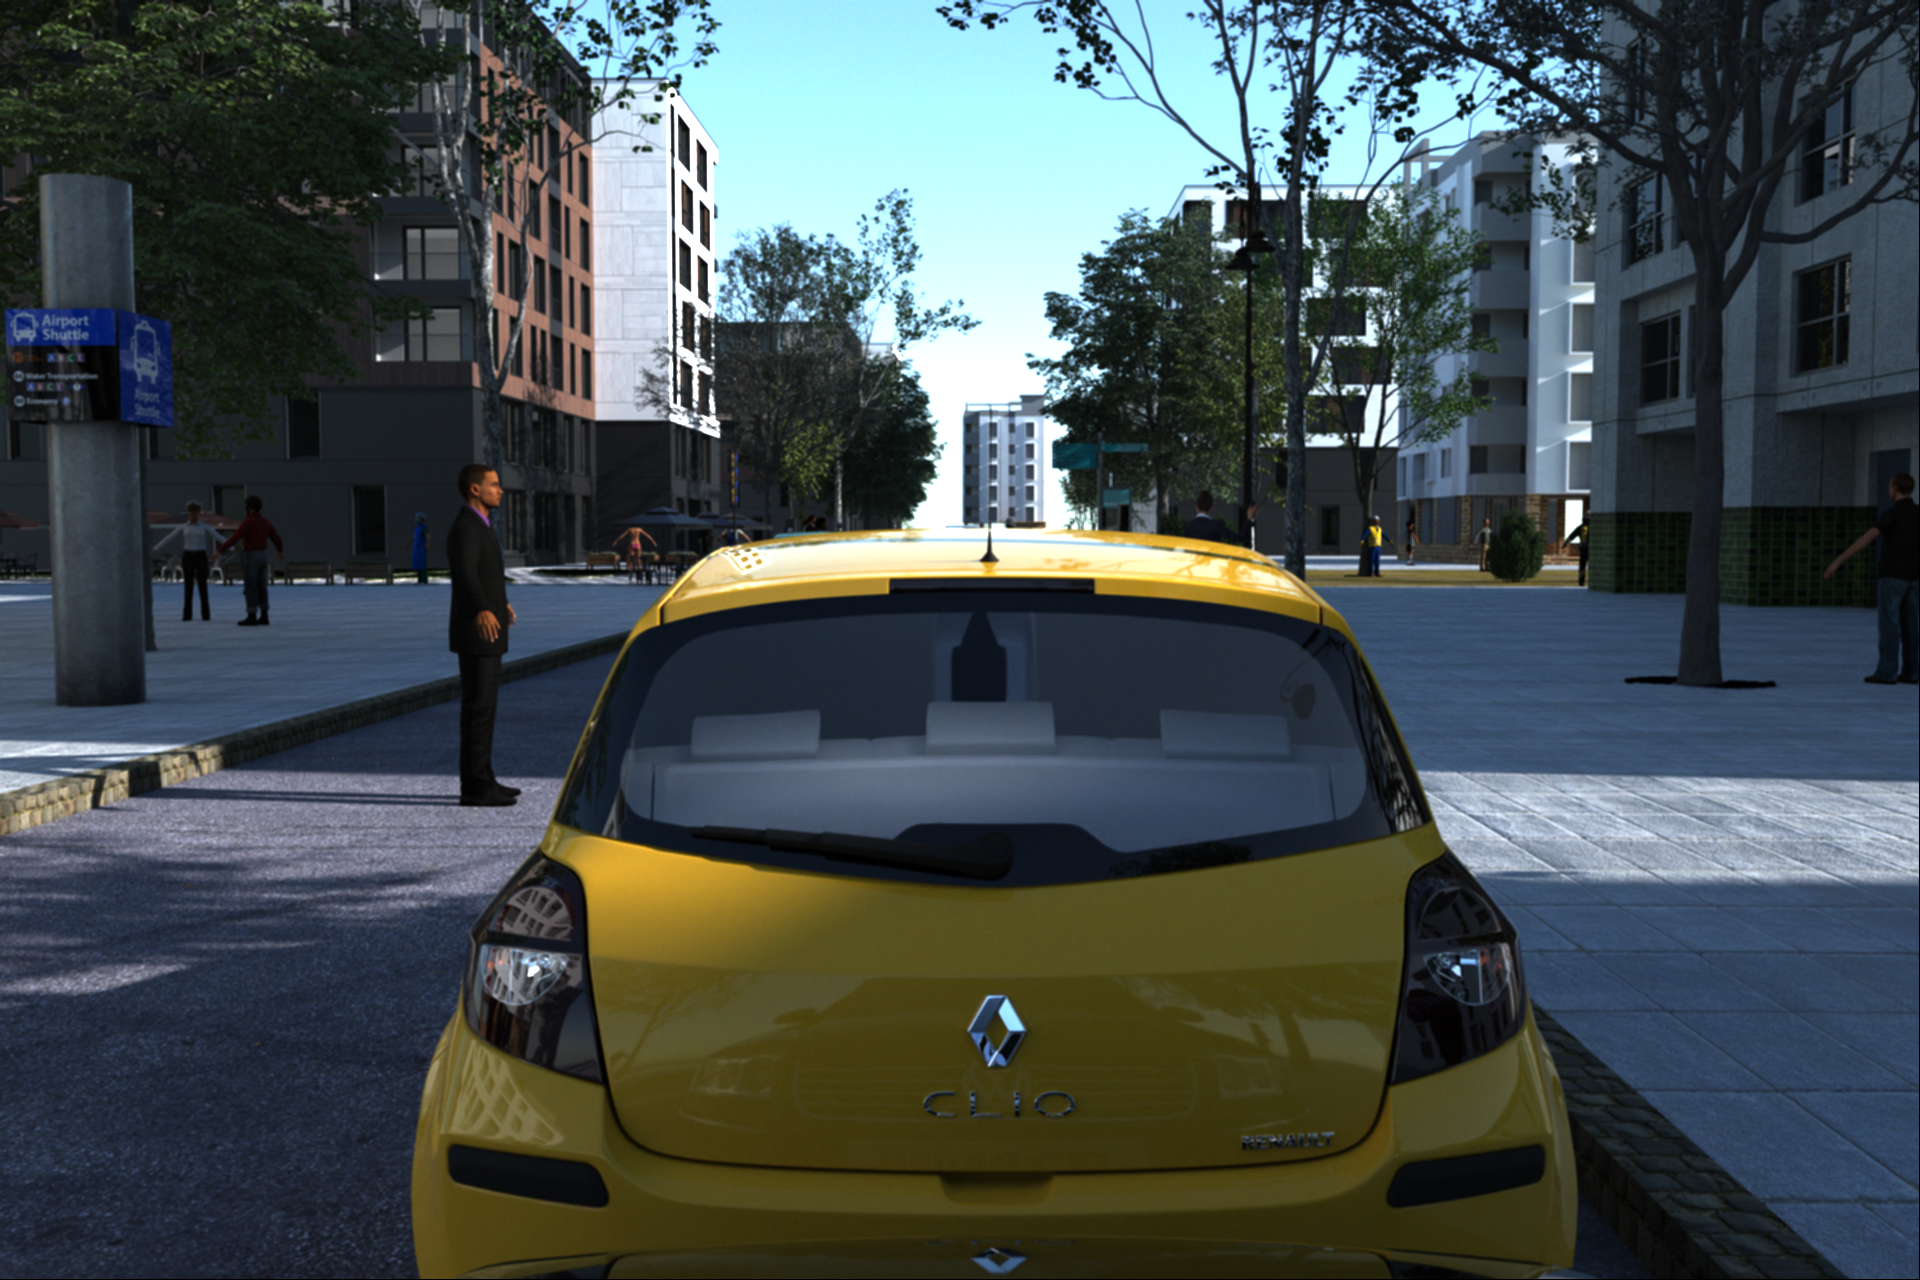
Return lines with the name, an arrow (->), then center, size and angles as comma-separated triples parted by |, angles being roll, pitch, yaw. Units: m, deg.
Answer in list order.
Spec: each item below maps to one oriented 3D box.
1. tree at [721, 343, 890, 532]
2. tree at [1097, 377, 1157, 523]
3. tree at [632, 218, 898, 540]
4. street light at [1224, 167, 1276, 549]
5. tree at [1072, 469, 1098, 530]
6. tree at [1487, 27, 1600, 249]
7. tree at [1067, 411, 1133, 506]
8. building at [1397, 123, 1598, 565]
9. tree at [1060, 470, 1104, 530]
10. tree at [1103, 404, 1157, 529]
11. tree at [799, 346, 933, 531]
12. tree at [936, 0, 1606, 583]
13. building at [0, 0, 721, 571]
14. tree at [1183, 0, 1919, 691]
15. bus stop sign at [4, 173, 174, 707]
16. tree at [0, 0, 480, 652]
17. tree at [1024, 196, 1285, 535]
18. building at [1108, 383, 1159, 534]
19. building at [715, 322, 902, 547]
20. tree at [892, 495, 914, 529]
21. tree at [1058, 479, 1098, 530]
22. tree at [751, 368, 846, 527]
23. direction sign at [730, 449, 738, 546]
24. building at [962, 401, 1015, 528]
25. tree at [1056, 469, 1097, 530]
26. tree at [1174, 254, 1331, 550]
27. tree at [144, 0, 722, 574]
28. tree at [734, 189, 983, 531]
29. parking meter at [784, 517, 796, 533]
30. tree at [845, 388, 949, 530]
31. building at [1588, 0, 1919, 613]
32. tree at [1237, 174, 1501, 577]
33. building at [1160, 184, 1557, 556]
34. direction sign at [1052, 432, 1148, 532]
tree -> -7.559, -9.156, 84.110 | 8.767, 10.594, 7.601 | 0, 4, 0
tree -> 8.003, -8.066, 82.236 | 4.737, 8.622, 4.395 | 0, 3, 0
tree -> -7.540, -9.637, 67.941 | 12.009, 13.543, 11.850 | 0, 3, 0
street light -> 3.714, -3.031, 22.348 | 0.468, 5.910, 1.993 | 0, 4, 2
tree -> 8.562, -9.671, 108.489 | 4.737, 8.622, 4.395 | 0, 3, 0
tree -> 25.562, -12.605, 61.984 | 12.611, 20.169, 13.585 | 0, 3, 0
tree -> 8.360, -8.958, 96.825 | 4.737, 8.622, 4.395 | 0, 3, 0
building -> 26.713, -13.922, 84.050 | 16.016, 20.090, 11.380 | 0, 4, 1
tree -> 9.241, -10.984, 129.949 | 4.737, 8.622, 4.395 | 0, 3, 0
tree -> 8.118, -8.444, 88.420 | 4.360, 8.622, 3.978 | 0, 3, 0
tree -> -6.483, -12.903, 117.621 | 9.857, 13.997, 8.962 | 0, 3, 0
tree -> 5.651, -10.806, 32.571 | 12.611, 20.169, 13.585 | 0, 3, 0
building -> -27.033, -14.194, 76.051 | 27.936, 21.610, 32.646 | 0, 4, 1
tree -> 6.281, -6.348, 14.163 | 12.009, 13.543, 11.850 | 0, 3, 0
bus stop sign -> -6.518, -1.469, 13.033 | 0.837, 3.901, 0.837 | 0, 4, 1
tree -> -9.249, -6.170, 19.012 | 7.486, 12.596, 7.792 | 0, 3, 0
tree -> 7.577, -9.716, 65.516 | 9.857, 13.997, 8.962 | 0, 3, 0
building -> 26.887, -21.059, 210.775 | 16.747, 18.905, 31.486 | 0, 4, 1
building -> -21.015, -20.753, 183.289 | 27.936, 21.610, 32.646 | 0, 4, 2
tree -> -5.486, -12.149, 149.001 | 4.737, 8.622, 4.395 | 0, 3, 0
tree -> 18.409, -19.987, 237.163 | 12.009, 13.543, 11.850 | 0, 3, 0
tree -> -7.206, -7.717, 76.529 | 4.737, 8.622, 4.395 | 0, 3, 0
direction sign -> -6.052, -3.333, 46.493 | 0.379, 3.537, 0.876 | 0, 4, 3
building -> 0.699, -23.207, 238.306 | 11.380, 20.090, 16.016 | 0, 4, -4
tree -> 9.713, -11.679, 141.315 | 4.360, 8.622, 3.978 | 0, 3, 0
tree -> 7.620, -5.792, 45.068 | 4.737, 8.622, 4.395 | 0, 3, 0
tree -> -9.978, -10.765, 31.904 | 12.611, 20.169, 13.585 | 0, 3, 0
tree -> -5.543, -14.598, 94.565 | 12.611, 20.169, 13.585 | 0, 3, 0
parking meter -> -5.957, -3.372, 60.839 | 0.399, 1.863, 0.255 | 0, 4, 3
tree -> -5.693, -14.262, 139.840 | 9.857, 13.997, 8.962 | 0, 3, 0
building -> 22.111, -9.545, 22.511 | 16.747, 18.905, 31.486 | 0, 4, 1
tree -> 12.053, -7.692, 51.520 | 9.928, 11.665, 9.643 | 0, 3, 0
building -> 27.343, -16.750, 117.842 | 27.936, 21.610, 32.646 | 0, 4, 1
direction sign -> 3.684, -3.439, 44.998 | 2.525, 3.948, 1.411 | 0, 4, -1
